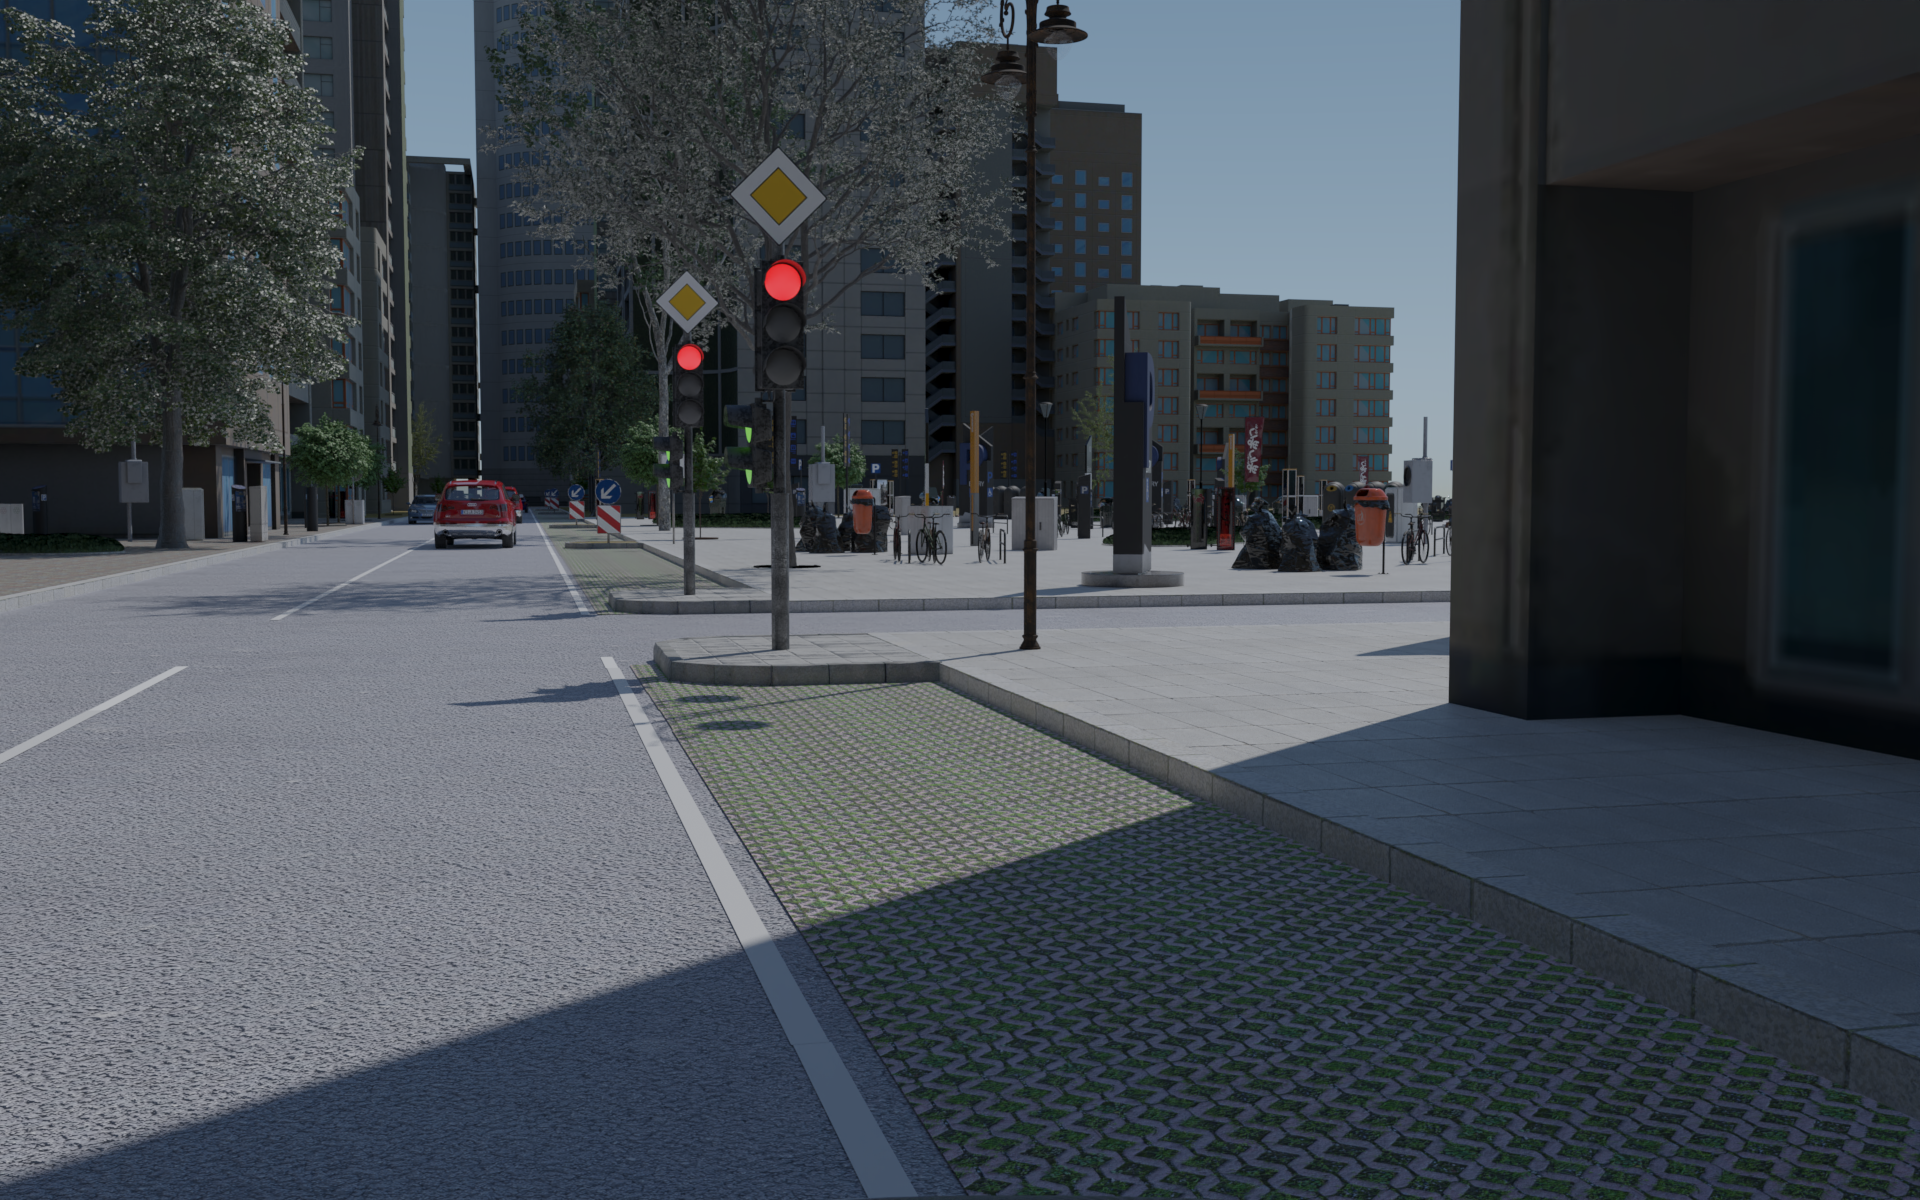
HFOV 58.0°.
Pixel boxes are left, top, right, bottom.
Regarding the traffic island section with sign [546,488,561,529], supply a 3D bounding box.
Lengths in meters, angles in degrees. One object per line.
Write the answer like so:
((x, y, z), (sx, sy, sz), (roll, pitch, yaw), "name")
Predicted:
((-16.155, -3.898, 72.362), (1.989, 1.847, 2.006), (-1, 4, -14), "traffic island section with sign")

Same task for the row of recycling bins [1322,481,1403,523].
((13.436, -3.085, 57.548), (1.069, 1.692, 3.534), (-2, 4, -33), "row of recycling bins")

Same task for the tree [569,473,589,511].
((-28.730, -8.316, 130.570), (1.663, 3.219, 1.824), (0, 3, 0), "tree")

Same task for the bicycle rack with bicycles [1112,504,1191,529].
((6.778, -3.025, 62.845), (2.852, 0.926, 2.925), (-2, 4, -30), "bicycle rack with bicycles")

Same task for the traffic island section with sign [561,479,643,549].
((-9.461, -2.280, 45.901), (1.989, 1.847, 2.006), (-1, 4, -14), "traffic island section with sign")

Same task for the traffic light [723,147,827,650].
((-1.500, -1.545, 14.186), (0.839, 4.253, 0.868), (-1, 4, -14), "traffic light")

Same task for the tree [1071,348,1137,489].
((7.938, -8.386, 87.474), (4.737, 8.622, 4.395), (0, 3, 0), "tree")

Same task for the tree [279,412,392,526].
((-25.328, -5.226, 69.154), (4.285, 4.588, 4.351), (0, 3, 0), "tree")

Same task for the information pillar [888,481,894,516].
((-3.909, -5.625, 96.468), (0.304, 2.012, 0.304), (3, 5, 40), "information pillar")

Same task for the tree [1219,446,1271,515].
((10.123, -4.031, 60.503), (1.663, 3.219, 1.824), (0, 3, 0), "tree")

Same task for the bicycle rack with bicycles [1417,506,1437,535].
((13.830, -2.506, 54.359), (2.852, 0.926, 2.925), (3, 4, 37), "bicycle rack with bicycles")

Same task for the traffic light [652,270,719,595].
((-3.460, -2.019, 21.928), (0.839, 4.253, 0.868), (-1, 4, -14), "traffic light")

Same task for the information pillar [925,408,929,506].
((-0.905, -3.416, 47.211), (0.183, 3.616, 0.504), (0, 4, -4), "information pillar")

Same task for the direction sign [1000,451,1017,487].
((2.539, -6.015, 90.335), (0.876, 3.537, 0.379), (0, 4, 8), "direction sign")

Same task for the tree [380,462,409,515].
((-34.424, -6.741, 104.815), (1.663, 3.219, 1.824), (0, 3, 0), "tree")

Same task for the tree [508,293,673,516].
((-20.956, -11.164, 99.534), (9.611, 12.733, 9.660), (0, 3, 0), "tree")

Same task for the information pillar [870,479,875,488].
((-4.318, -5.051, 87.071), (0.304, 2.012, 0.304), (-2, 4, -28), "information pillar")

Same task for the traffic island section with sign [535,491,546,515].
((-28.526, -6.888, 121.253), (1.989, 1.847, 2.006), (-1, 4, -14), "traffic island section with sign")

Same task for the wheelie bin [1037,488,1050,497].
((4.446, -5.068, 90.769), (0.693, 1.594, 0.980), (3, 4, 39), "wheelie bin")

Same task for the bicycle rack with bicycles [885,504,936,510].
((-2.012, -3.000, 62.431), (2.852, 0.926, 2.925), (1, 4, 17), "bicycle rack with bicycles")

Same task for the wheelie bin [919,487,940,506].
((-1.459, -4.505, 81.559), (0.980, 1.594, 0.693), (-1, 4, -20), "wheelie bin")

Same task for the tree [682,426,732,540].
((-7.305, -3.318, 48.850), (1.663, 3.219, 1.824), (0, 3, 0), "tree")

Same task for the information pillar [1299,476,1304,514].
((13.671, -4.000, 69.898), (0.304, 2.012, 0.304), (-2, 4, -26), "information pillar")

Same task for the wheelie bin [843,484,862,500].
((-3.404, -3.002, 56.993), (0.693, 1.594, 0.980), (-2, 4, -35), "wheelie bin")

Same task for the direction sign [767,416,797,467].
((-5.150, -3.554, 50.108), (0.876, 3.537, 0.379), (-1, 4, -15), "direction sign")

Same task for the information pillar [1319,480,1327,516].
((18.750, -5.196, 89.441), (0.304, 2.012, 0.304), (-1, 4, -9), "information pillar")

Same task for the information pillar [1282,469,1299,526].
((9.640, -2.826, 50.704), (0.304, 2.012, 0.304), (-1, 4, -20), "information pillar")

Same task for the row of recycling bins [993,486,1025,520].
((2.430, -4.938, 87.846), (1.069, 1.692, 3.534), (-3, 5, -43), "row of recycling bins")

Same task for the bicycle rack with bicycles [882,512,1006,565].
((-0.203, -1.177, 32.631), (2.852, 0.926, 2.925), (0, 4, 0), "bicycle rack with bicycles")

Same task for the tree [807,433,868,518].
((-6.525, -6.665, 92.686), (4.285, 4.588, 4.351), (0, 3, 0), "tree")

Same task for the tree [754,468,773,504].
((-9.264, -5.403, 82.936), (1.663, 3.219, 1.824), (0, 3, 0), "tree")

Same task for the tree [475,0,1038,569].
((-3.116, -7.306, 29.828), (12.009, 13.543, 11.850), (0, 3, 0), "tree")

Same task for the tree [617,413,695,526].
((-12.250, -5.286, 70.134), (4.285, 4.588, 4.351), (0, 3, 0), "tree")

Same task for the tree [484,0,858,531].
((-8.843, -12.468, 59.742), (12.611, 20.169, 13.585), (0, 3, 0), "tree")

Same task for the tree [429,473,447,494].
((-46.890, -9.841, 155.496), (1.663, 3.219, 1.824), (0, 3, 0), "tree")

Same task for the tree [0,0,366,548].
((-18.756, -8.208, 40.850), (9.857, 13.997, 8.962), (0, 3, 0), "tree")

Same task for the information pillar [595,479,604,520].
((-17.875, -4.985, 85.989), (0.304, 2.012, 0.304), (2, 4, 32), "information pillar")

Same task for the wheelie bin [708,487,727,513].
((-11.398, -4.509, 81.623), (0.693, 1.594, 0.980), (2, 4, 25), "wheelie bin")

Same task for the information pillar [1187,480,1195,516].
((11.754, -5.115, 88.121), (0.304, 2.012, 0.304), (-1, 4, -15), "information pillar")

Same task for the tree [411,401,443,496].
((-43.471, -11.499, 138.364), (4.737, 8.622, 4.395), (0, 3, 0), "tree")

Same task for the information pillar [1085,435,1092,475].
((5.097, -4.735, 68.772), (0.183, 3.616, 0.504), (2, 4, 27), "information pillar")
